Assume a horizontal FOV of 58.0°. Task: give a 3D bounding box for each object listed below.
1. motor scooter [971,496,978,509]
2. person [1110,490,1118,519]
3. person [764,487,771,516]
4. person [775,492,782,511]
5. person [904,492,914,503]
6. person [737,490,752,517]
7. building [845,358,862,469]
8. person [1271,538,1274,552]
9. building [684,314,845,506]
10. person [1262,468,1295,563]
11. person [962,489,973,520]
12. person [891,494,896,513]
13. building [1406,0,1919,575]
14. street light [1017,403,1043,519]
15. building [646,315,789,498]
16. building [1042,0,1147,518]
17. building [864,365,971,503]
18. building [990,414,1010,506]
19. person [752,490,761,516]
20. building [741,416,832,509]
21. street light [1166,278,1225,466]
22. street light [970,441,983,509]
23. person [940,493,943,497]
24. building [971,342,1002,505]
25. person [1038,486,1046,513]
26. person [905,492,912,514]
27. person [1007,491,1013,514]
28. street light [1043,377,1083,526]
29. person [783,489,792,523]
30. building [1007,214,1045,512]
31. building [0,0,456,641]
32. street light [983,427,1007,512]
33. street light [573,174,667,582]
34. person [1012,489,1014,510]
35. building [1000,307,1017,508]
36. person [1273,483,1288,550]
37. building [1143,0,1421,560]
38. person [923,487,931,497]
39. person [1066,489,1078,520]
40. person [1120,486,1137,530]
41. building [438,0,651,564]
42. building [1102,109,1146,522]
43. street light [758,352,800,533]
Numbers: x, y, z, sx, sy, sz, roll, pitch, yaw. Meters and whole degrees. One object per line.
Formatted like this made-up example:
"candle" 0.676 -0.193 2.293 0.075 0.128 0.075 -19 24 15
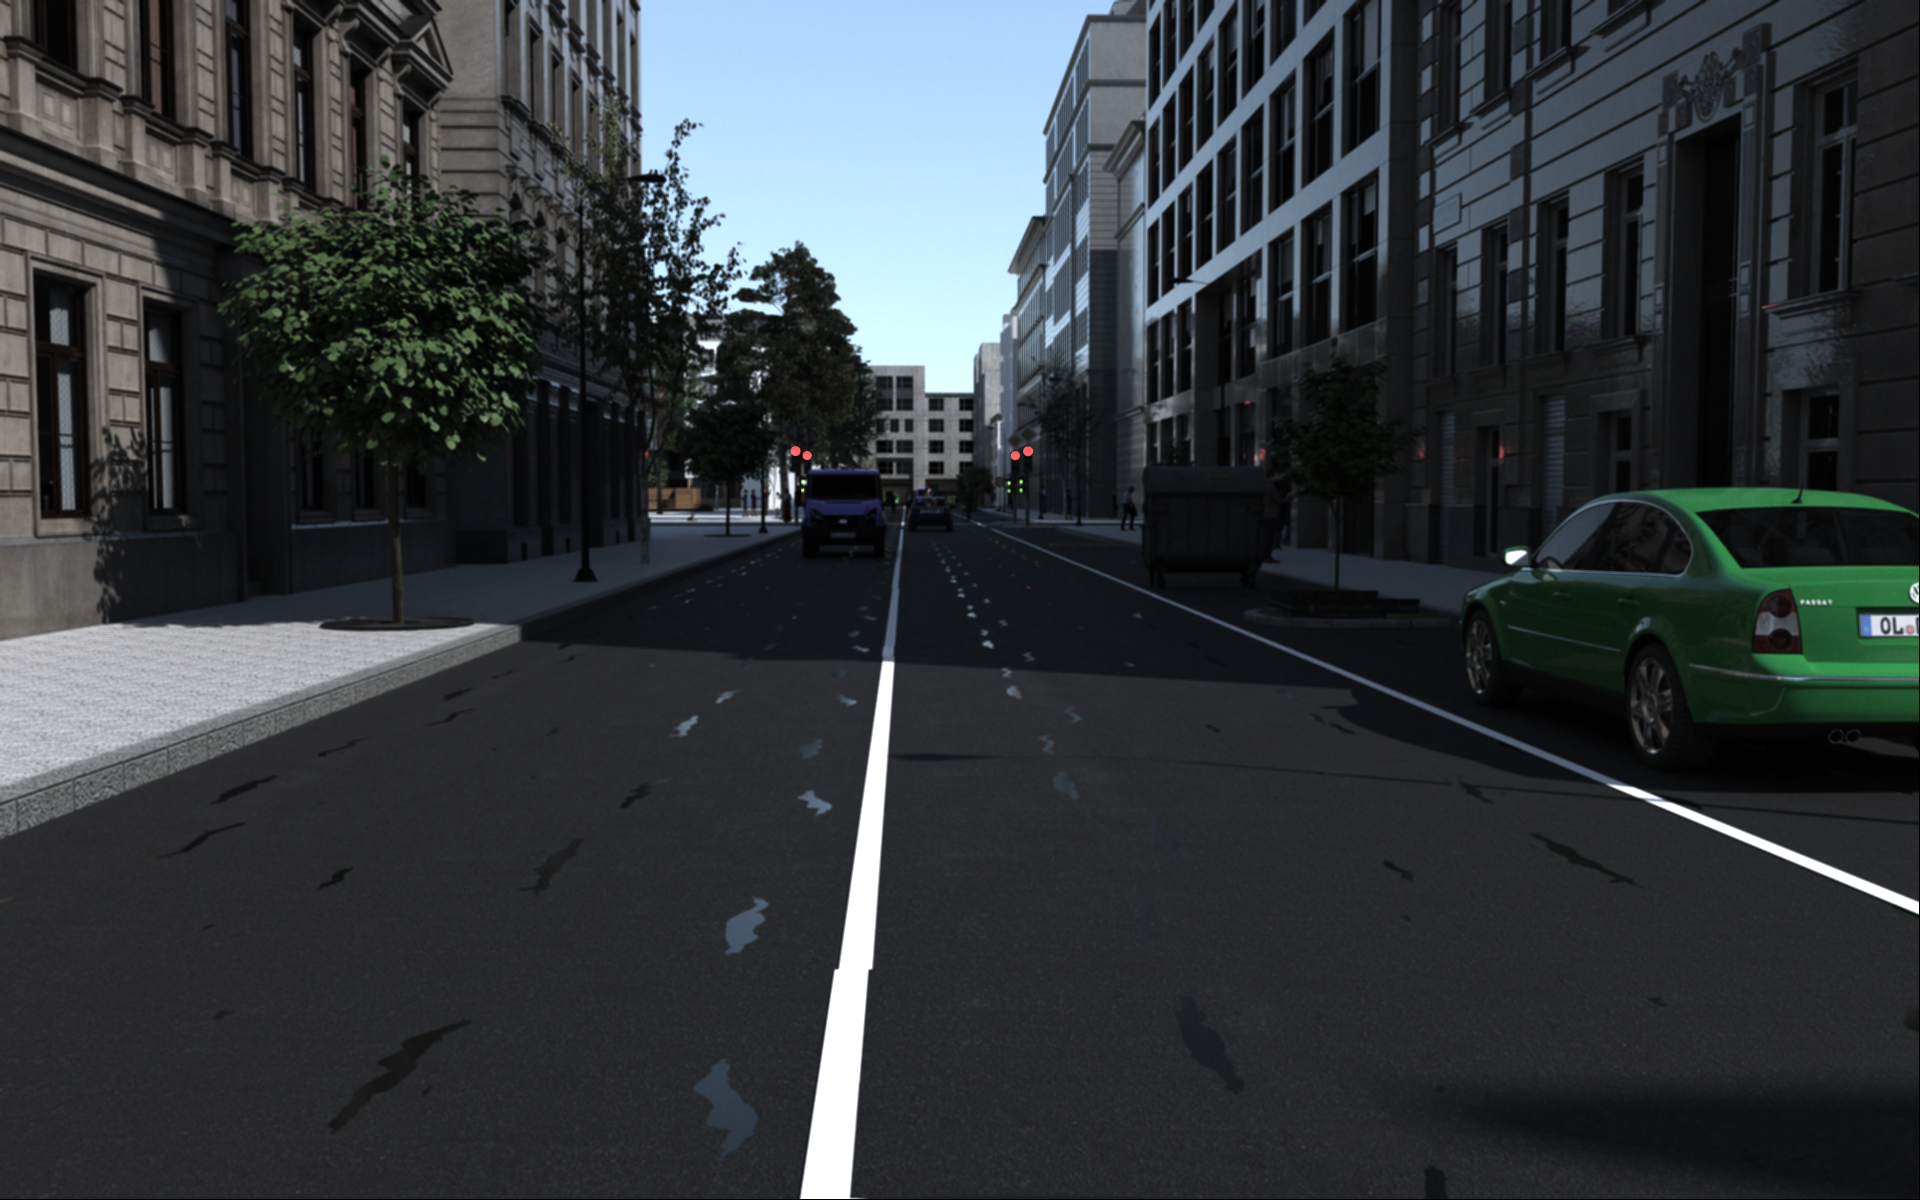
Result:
"motor scooter" 1.037 -7.411 133.939 0.815 1.314 1.986 0 4 -3
"person" 8.142 -4.983 90.055 0.613 1.512 0.480 -1 4 -14
"person" -11.312 -5.792 101.552 0.742 1.727 0.445 2 4 24
"person" -13.330 -7.315 128.835 0.799 1.438 0.628 -1 4 -16
"person" -5.991 -11.935 204.373 1.217 1.736 0.721 -1 4 -15
"person" -12.062 -5.381 96.392 0.546 1.535 0.453 -2 4 -25
"building" -19.614 -23.785 245.305 11.380 20.091 16.016 0 4 -2
"person" 6.115 -1.609 34.567 0.499 1.552 0.429 1 4 15
"building" -20.863 -20.156 185.975 16.016 20.091 11.380 0 4 -2
"person" 5.963 -1.579 32.396 0.750 1.759 0.617 0 4 0
"person" 0.400 -5.288 95.651 0.565 1.739 0.600 3 5 43
"person" -5.152 -7.509 133.538 0.482 1.546 0.388 3 5 44
"building" 14.514 -13.639 20.269 12.463 27.353 25.104 0 4 -2
"street light" 3.618 -7.112 88.816 1.470 5.913 1.316 0 4 -2
"building" -31.538 -22.501 211.863 32.646 21.610 27.936 0 4 -2
"building" 11.788 -20.145 106.863 11.434 29.767 29.804 0 4 -2
"building" 2.277 -23.247 246.551 31.486 18.905 16.747 0 4 -2
"building" 8.345 -14.590 180.700 9.099 9.664 28.070 0 4 -2
"person" -11.709 -5.547 99.113 0.453 1.535 0.546 2 4 31
"building" -16.684 -13.721 166.490 9.099 9.664 28.070 0 4 -2
"street light" 5.121 -3.963 37.337 1.470 5.913 1.316 0 4 -2
"street light" 1.548 -10.987 152.183 1.470 5.913 1.316 0 4 -2
"person" -1.146 -6.009 109.211 0.387 1.526 0.523 1 4 11
"building" 10.629 -21.049 210.601 16.747 18.905 31.486 0 4 -2
"person" 5.393 -6.612 114.017 0.599 1.838 0.709 0 4 3
"person" -3.643 -6.918 123.824 0.590 1.554 0.614 -1 4 -10
"person" 3.291 -6.375 111.739 0.593 1.643 0.415 2 4 31
"street light" 4.225 -5.905 69.081 1.470 5.913 1.316 0 4 -2
"person" -7.665 -4.182 76.889 0.387 1.526 0.523 -2 4 -24
"building" 12.655 -18.578 137.026 16.112 22.955 30.059 0 4 -2
"building" -13.273 -9.542 20.636 10.561 19.102 19.286 0 4 -2
"street light" 2.572 -9.064 120.735 1.470 5.913 1.316 0 4 -2
"street light" -4.954 -3.224 25.253 1.470 5.913 1.316 0 4 -2
"person" 4.204 -7.887 135.931 0.436 1.711 0.756 1 4 19
"building" 11.836 -18.616 160.791 16.016 20.091 11.380 0 4 -2
"person" 7.343 -1.933 40.023 0.453 1.535 0.546 0 4 5
"building" 17.258 -15.012 49.967 19.350 26.468 34.151 0 4 -2
"person" -1.397 -4.500 82.599 0.750 1.759 0.617 -1 4 -13
"person" 5.561 -4.777 86.519 0.546 1.535 0.453 -1 4 -17
"person" 5.959 -3.230 61.059 0.590 1.554 0.614 0 4 8
"building" -13.267 -11.670 39.954 9.793 20.994 18.267 0 4 -2
"building" 18.083 -15.190 84.508 21.152 22.565 11.583 0 4 -2
"street light" -5.923 -5.148 56.703 1.470 5.913 1.316 0 4 -2
